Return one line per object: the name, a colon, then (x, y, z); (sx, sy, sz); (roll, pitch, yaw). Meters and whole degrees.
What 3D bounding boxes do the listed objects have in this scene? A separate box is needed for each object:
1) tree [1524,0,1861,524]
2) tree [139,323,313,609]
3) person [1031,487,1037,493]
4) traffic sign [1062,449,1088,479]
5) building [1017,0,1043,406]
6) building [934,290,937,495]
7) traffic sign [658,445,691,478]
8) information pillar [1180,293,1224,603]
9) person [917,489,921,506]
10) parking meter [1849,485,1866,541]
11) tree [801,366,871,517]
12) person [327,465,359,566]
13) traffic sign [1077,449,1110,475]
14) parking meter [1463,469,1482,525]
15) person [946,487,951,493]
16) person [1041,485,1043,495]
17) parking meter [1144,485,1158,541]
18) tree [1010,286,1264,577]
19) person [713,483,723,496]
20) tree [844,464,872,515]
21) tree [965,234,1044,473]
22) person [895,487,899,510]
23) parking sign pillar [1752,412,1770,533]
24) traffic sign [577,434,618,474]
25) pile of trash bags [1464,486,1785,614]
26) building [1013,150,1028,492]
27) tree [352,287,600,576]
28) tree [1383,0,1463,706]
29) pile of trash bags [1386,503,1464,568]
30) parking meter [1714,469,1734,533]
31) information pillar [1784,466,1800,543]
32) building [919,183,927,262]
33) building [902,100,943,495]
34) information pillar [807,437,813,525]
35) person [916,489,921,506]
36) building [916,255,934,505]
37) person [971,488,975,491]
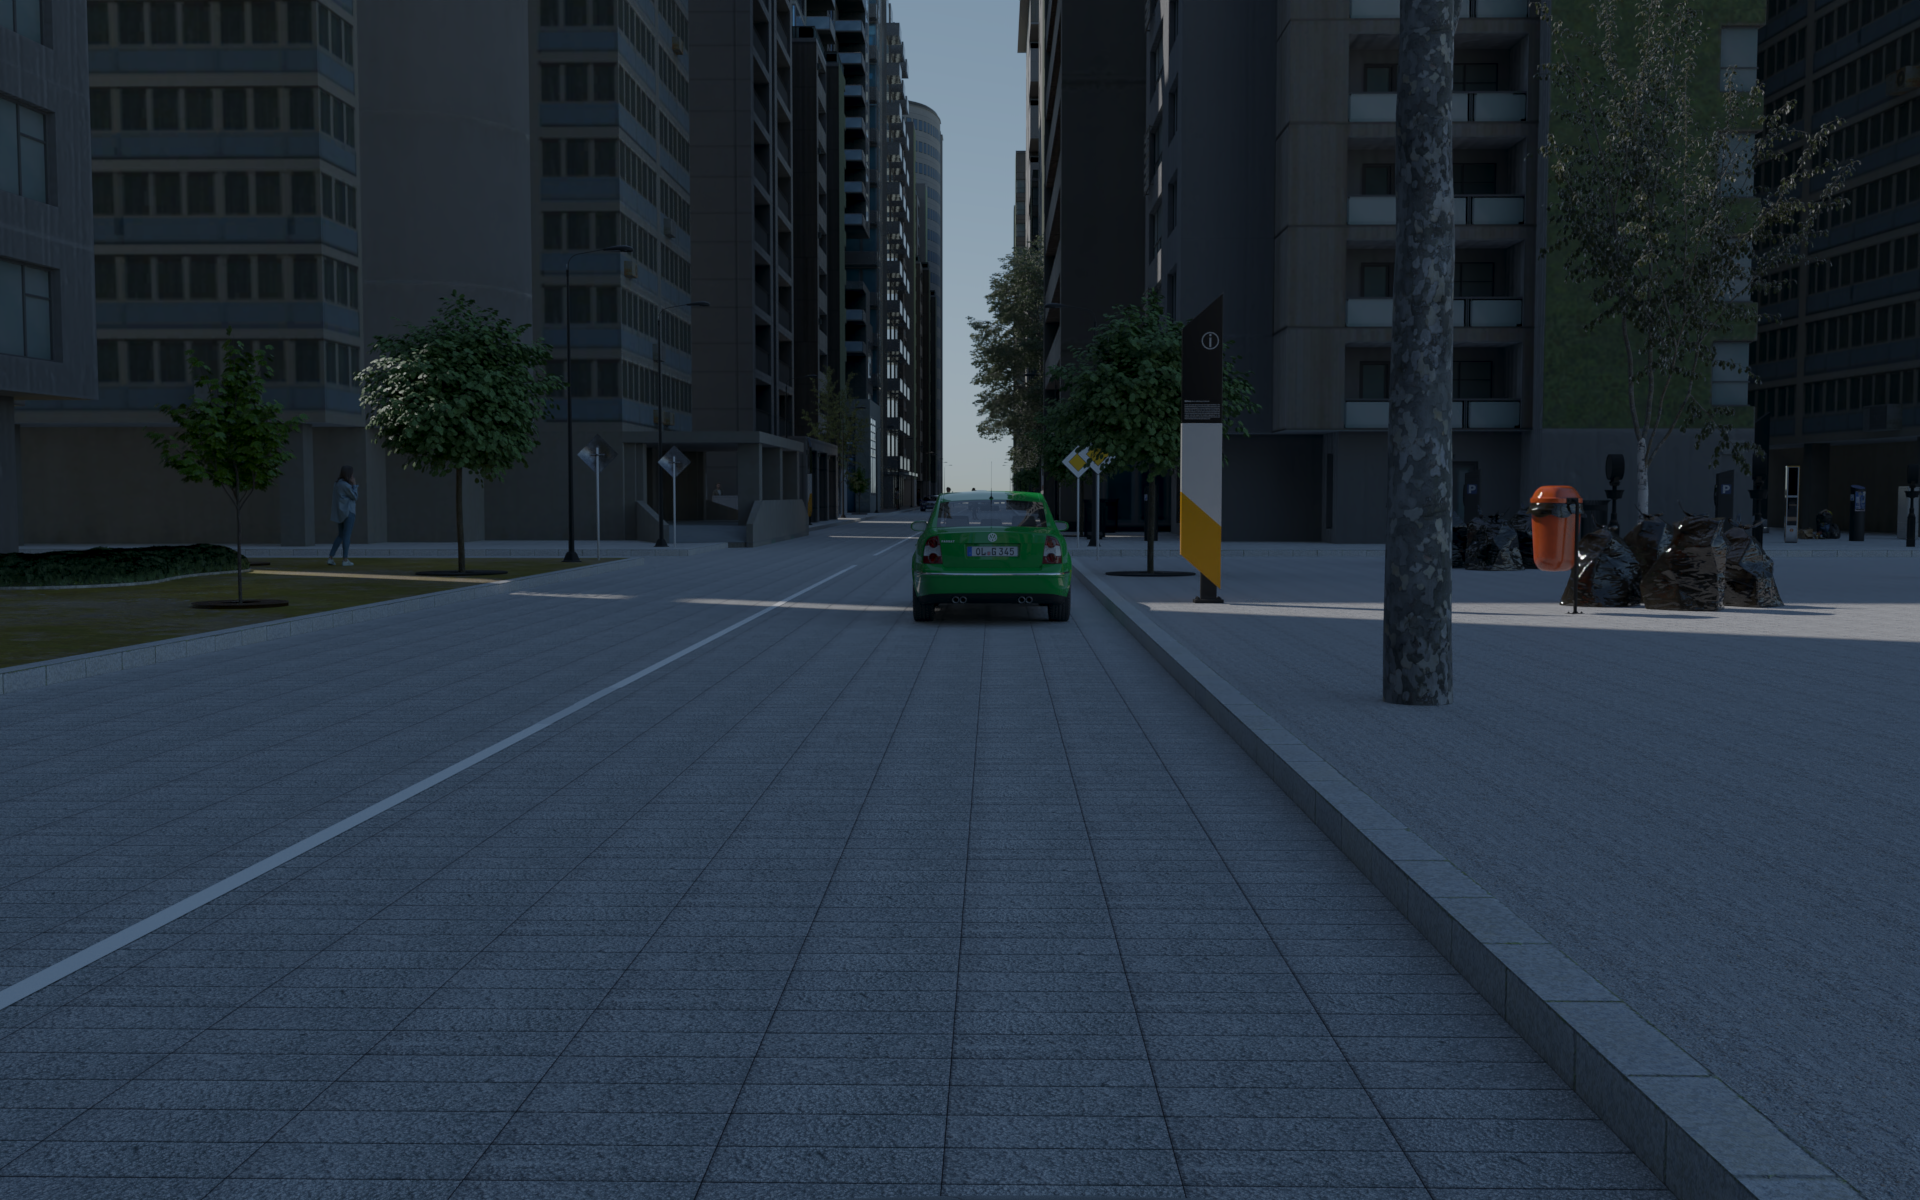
tree: (9.658, -4.500, 23.930); (4.360, 8.622, 3.978); (0, 3, 0)
tree: (-8.277, -1.542, 19.813); (1.663, 3.219, 1.824); (0, 3, 0)
person: (5.232, -7.111, 122.326); (1.348, 1.822, 0.705); (-3, 4, -38)
traffic sign: (2.835, -2.391, 41.285); (0.795, 2.593, 0.064); (0, 4, 1)
building: (20.359, -35.993, 177.721); (28.713, 52.752, 27.495); (0, 4, 1)
building: (-10.397, -28.403, 236.090); (14.160, 30.474, 14.107); (0, 4, 1)
traffic sign: (-6.857, -2.405, 41.504); (0.795, 2.593, 0.064); (0, 4, 1)
information pillar: (2.842, -1.770, 20.292); (0.504, 3.616, 0.183); (0, 4, -1)
person: (-4.402, -10.907, 184.338); (0.705, 1.831, 1.348); (-1, 4, -13)
parking meter: (24.377, -2.363, 47.049); (0.372, 1.533, 0.369); (0, 3, 0)
tree: (-6.946, -9.047, 98.287); (4.737, 8.622, 4.395); (0, 3, 0)
person: (-11.066, -1.512, 31.026); (0.793, 1.790, 0.793); (1, 4, 11)
traffic sign: (2.671, -1.903, 33.302); (0.795, 2.593, 0.064); (0, 4, 1)
parking meter: (11.980, -2.129, 40.513); (0.399, 1.863, 0.255); (2, 4, 27)
person: (-0.689, -4.597, 84.024); (0.716, 1.782, 0.532); (0, 4, 5)
person: (3.967, -4.597, 81.954); (0.466, 1.731, 0.760); (-1, 4, -11)
parking meter: (5.215, -2.375, 47.235); (0.372, 1.533, 0.369); (0, 3, 0)
tree: (3.075, -2.667, 27.324); (4.285, 4.588, 4.351); (0, 3, 0)
person: (-10.140, -4.056, 72.900); (0.519, 1.759, 0.362); (-2, 4, -34)
tree: (-6.356, -7.131, 111.189); (1.663, 3.219, 1.824); (0, 3, 0)
tree: (4.695, -10.899, 84.859); (9.857, 13.997, 8.962); (0, 3, 0)
person: (-5.109, -8.159, 139.452); (0.705, 1.824, 1.348); (0, 4, -6)
parking sign pillar: (25.903, -4.192, 57.006); (1.447, 3.967, 1.447); (-1, 4, -10)
traffic sign: (-7.021, -1.916, 33.520); (0.795, 2.593, 0.064); (0, 4, 1)
pile of trash bags: (7.623, -0.598, 19.526); (3.447, 1.369, 1.912); (-2, 4, -34)
building: (13.610, -32.120, 208.751); (14.154, 41.232, 14.086); (0, 4, 1)
tree: (-7.933, -2.692, 27.734); (4.285, 4.588, 4.351); (0, 3, 0)
tree: (3.732, -9.359, 8.916); (12.611, 20.169, 13.585); (0, 3, 0)
pile of trash bags: (8.775, -1.274, 30.578); (1.912, 1.369, 3.447); (-2, 4, -28)
parking meter: (18.131, -2.166, 41.128); (0.399, 1.863, 0.255); (1, 4, 9)
information pillar: (21.809, -2.503, 45.416); (0.304, 2.012, 0.304); (1, 4, 20)
building: (-11.456, -32.910, 221.666); (14.154, 41.232, 14.086); (0, 4, 1)
building: (-13.445, -43.696, 256.422); (21.231, 58.520, 28.212); (0, 4, 1)
information pillar: (-6.183, -4.887, 71.251); (0.183, 3.616, 0.504); (-1, 4, -16)
person: (-4.354, -10.812, 182.849); (0.705, 1.821, 1.348); (1, 4, 14)
building: (-10.807, -26.651, 207.438); (14.160, 30.474, 14.107); (0, 4, 1)
person: (0.876, -5.339, 96.074); (0.573, 1.790, 0.520); (-1, 4, -21)
